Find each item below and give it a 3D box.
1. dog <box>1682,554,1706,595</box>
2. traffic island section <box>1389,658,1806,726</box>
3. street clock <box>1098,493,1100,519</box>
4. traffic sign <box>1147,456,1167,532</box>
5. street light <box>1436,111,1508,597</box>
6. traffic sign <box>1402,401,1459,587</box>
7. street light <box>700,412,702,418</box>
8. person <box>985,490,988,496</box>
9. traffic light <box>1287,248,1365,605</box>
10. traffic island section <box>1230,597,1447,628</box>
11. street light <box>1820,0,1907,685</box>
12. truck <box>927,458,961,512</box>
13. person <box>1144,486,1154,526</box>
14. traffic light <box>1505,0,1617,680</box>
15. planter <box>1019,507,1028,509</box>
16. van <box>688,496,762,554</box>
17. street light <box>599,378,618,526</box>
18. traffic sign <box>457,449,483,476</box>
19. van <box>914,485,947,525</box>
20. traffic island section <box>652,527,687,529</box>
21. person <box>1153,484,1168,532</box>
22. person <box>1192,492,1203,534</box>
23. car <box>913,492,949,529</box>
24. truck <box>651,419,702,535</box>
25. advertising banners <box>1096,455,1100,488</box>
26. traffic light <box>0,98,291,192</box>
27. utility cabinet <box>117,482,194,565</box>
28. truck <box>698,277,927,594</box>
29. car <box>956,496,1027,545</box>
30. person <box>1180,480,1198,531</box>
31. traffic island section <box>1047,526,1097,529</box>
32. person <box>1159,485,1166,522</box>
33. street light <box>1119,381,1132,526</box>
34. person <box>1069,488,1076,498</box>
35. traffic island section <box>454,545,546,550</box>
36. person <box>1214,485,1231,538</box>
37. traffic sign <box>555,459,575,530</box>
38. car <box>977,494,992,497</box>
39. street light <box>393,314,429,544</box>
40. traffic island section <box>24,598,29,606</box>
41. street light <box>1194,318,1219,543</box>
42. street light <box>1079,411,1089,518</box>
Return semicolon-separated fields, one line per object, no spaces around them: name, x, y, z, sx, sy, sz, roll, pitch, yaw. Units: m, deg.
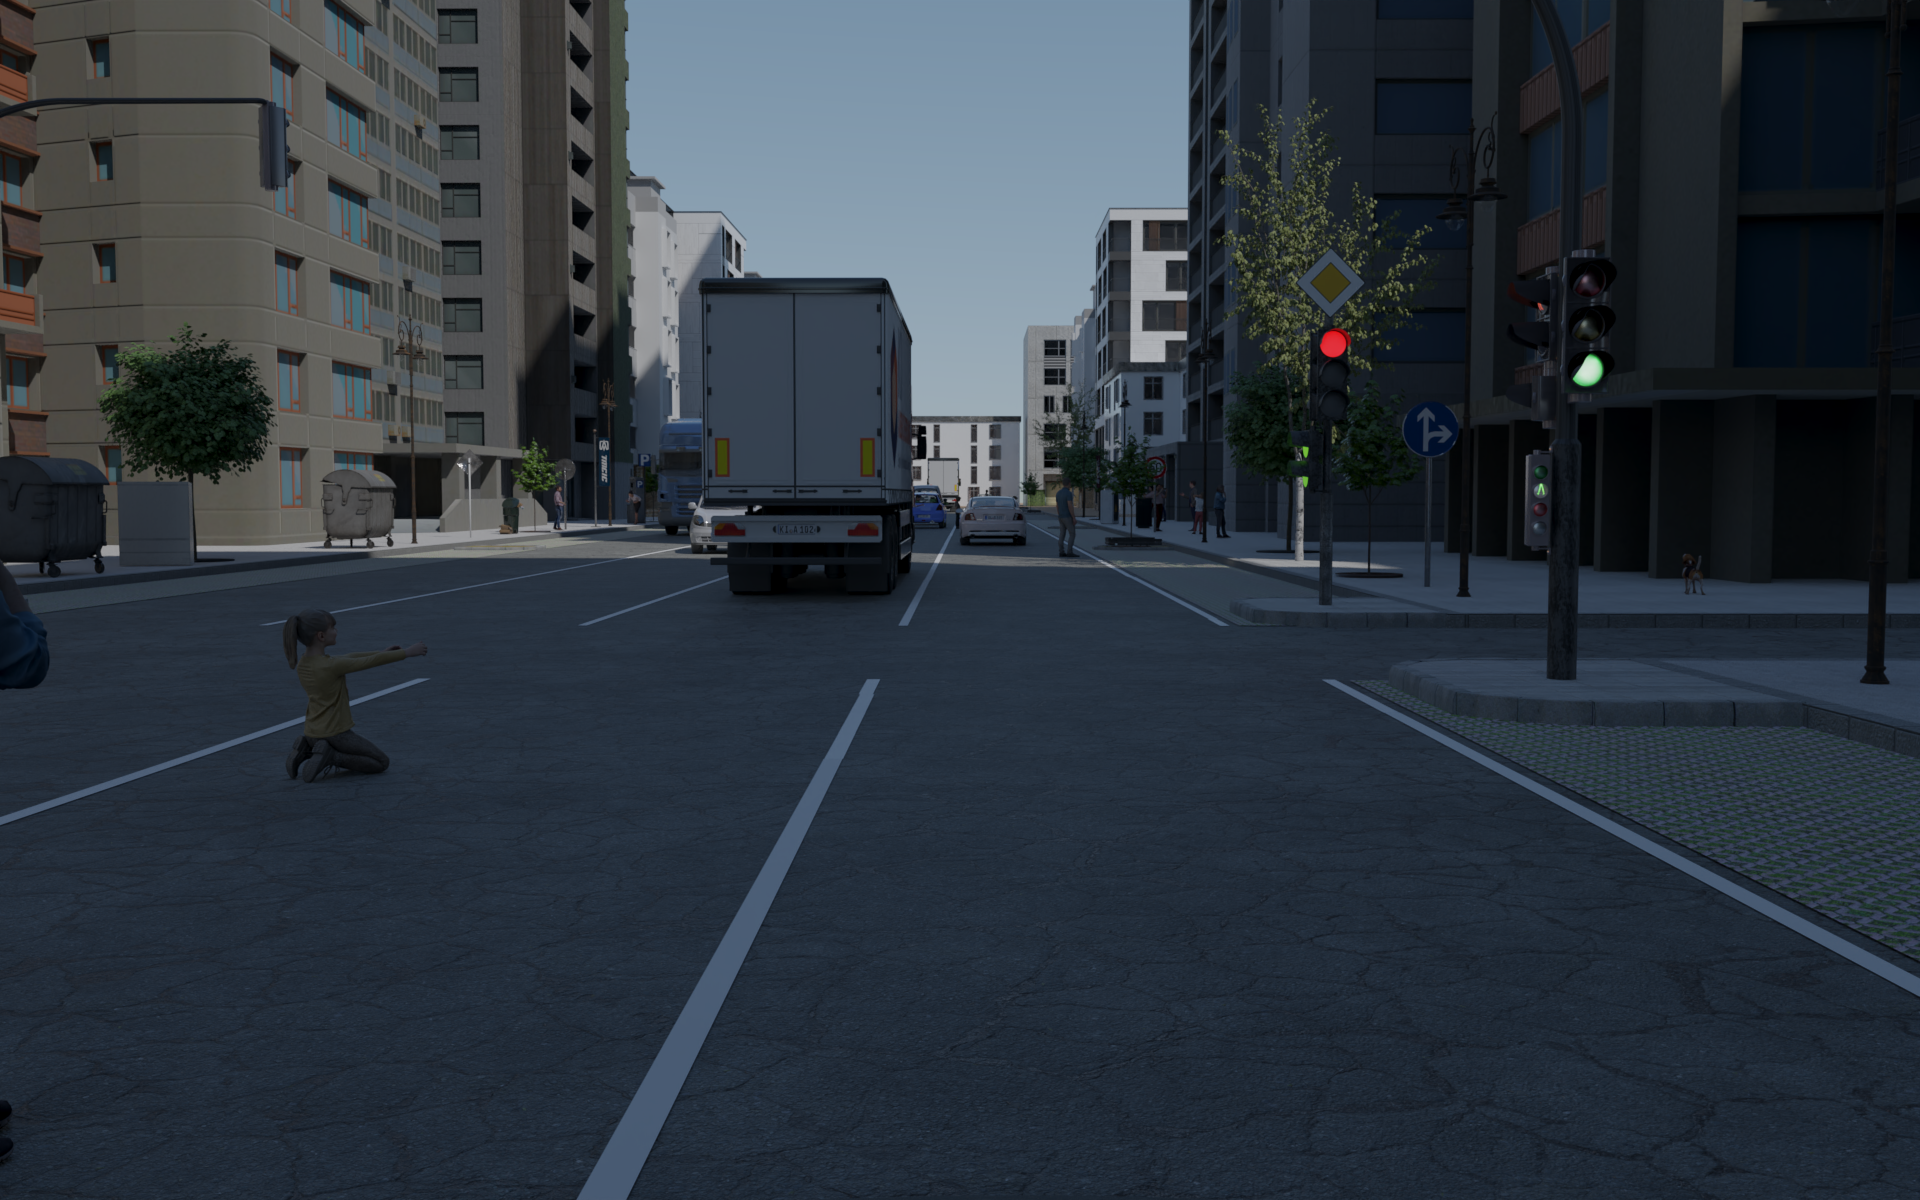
dog;9.394;-0.330;22.227;0.406;0.507;0.540;-2;4;-30
traffic island section;4.194;0.625;12.058;2.009;0.180;2.903;0;4;0
street clock;7.162;-5.090;87.789;0.471;2.002;0.358;0;4;-8
traffic sign;6.523;-3.537;57.933;0.768;2.556;0.104;0;4;2
street light;6.292;-2.977;21.459;0.468;5.910;1.993;0;4;0
traffic sign;6.461;-1.454;23.874;0.768;2.556;0.104;0;4;2
street light;-13.850;-7.374;93.350;0.468;5.910;1.993;0;4;0
person;2.309;-8.469;146.985;0.705;1.823;1.348;0;4;-6
traffic light;4.210;-1.897;19.929;0.839;4.253;0.868;0;4;0
traffic island section;4.250;0.137;20.043;2.009;0.180;2.903;0;4;0
street light;6.203;-2.372;11.565;0.468;5.910;1.993;0;4;0
truck;-1.309;-9.173;138.895;2.839;4.237;11.283;0;4;0
person;7.425;-3.731;68.504;0.517;1.644;0.566;-3;5;-42
traffic light;2.061;-2.272;11.818;4.771;5.953;1.251;0;4;0
planter;5.159;-7.829;149.139;1.991;0.319;1.994;0;4;0
van;-5.641;-2.196;42.924;2.013;2.044;4.112;0;4;-1
street light;-14.020;-5.899;69.234;0.468;5.910;1.993;0;4;0
traffic sign;-14.384;-3.123;50.799;0.795;2.593;0.064;0;4;4
van;-1.602;-4.551;81.425;2.013;2.044;4.112;0;4;-1
traffic island section;-11.638;-3.007;72.034;1.991;0.108;1.994;0;4;0
person;6.860;-3.174;59.392;0.517;1.644;0.566;0;4;7
person;7.620;-2.770;55.245;0.435;1.345;0.340;0;4;4
car;-1.451;-3.899;73.336;1.945;1.707;3.694;0;4;1
truck;-8.824;-4.756;67.520;2.967;4.110;18.799;0;4;2
advertising banners;6.520;-5.020;78.261;0.090;3.025;2.074;2;4;27
traffic light;-10.198;-2.776;20.050;4.771;5.953;1.251;0;4;0
utility cabinet;-14.328;-1.357;30.871;1.173;1.500;0.318;-1;4;-12
truck;-2.089;-2.394;28.050;2.839;4.237;11.283;0;4;1
car;0.920;-2.290;49.804;2.083;1.381;4.827;0;4;0
person;7.911;-3.264;59.945;0.750;1.759;0.617;1;4;18
traffic island section;4.613;-2.984;71.650;1.991;0.108;1.994;0;4;0
person;9.302;-4.488;80.241;0.431;1.722;0.655;2;4;32
street light;6.635;-5.936;69.846;0.468;5.910;1.993;0;4;0
person;9.349;-8.724;148.756;1.350;1.814;0.705;1;4;16
traffic island section;-11.822;-1.342;44.812;1.991;0.108;1.994;0;4;0
person;7.562;-2.563;50.168;0.429;1.552;0.499;3;5;39
traffic sign;-14.218;-3.808;62.363;0.768;2.556;0.104;1;4;9
car;2.154;-8.641;151.500;2.015;1.641;3.980;0;4;-1
street light;-14.112;-4.393;44.621;0.468;5.910;1.993;0;4;0
traffic island section;-12.330;0.129;20.165;2.009;0.180;2.903;0;4;0
street light;6.481;-4.461;45.730;0.468;5.910;1.993;0;4;0
street light;6.761;-7.450;94.592;0.468;5.910;1.993;0;4;0
